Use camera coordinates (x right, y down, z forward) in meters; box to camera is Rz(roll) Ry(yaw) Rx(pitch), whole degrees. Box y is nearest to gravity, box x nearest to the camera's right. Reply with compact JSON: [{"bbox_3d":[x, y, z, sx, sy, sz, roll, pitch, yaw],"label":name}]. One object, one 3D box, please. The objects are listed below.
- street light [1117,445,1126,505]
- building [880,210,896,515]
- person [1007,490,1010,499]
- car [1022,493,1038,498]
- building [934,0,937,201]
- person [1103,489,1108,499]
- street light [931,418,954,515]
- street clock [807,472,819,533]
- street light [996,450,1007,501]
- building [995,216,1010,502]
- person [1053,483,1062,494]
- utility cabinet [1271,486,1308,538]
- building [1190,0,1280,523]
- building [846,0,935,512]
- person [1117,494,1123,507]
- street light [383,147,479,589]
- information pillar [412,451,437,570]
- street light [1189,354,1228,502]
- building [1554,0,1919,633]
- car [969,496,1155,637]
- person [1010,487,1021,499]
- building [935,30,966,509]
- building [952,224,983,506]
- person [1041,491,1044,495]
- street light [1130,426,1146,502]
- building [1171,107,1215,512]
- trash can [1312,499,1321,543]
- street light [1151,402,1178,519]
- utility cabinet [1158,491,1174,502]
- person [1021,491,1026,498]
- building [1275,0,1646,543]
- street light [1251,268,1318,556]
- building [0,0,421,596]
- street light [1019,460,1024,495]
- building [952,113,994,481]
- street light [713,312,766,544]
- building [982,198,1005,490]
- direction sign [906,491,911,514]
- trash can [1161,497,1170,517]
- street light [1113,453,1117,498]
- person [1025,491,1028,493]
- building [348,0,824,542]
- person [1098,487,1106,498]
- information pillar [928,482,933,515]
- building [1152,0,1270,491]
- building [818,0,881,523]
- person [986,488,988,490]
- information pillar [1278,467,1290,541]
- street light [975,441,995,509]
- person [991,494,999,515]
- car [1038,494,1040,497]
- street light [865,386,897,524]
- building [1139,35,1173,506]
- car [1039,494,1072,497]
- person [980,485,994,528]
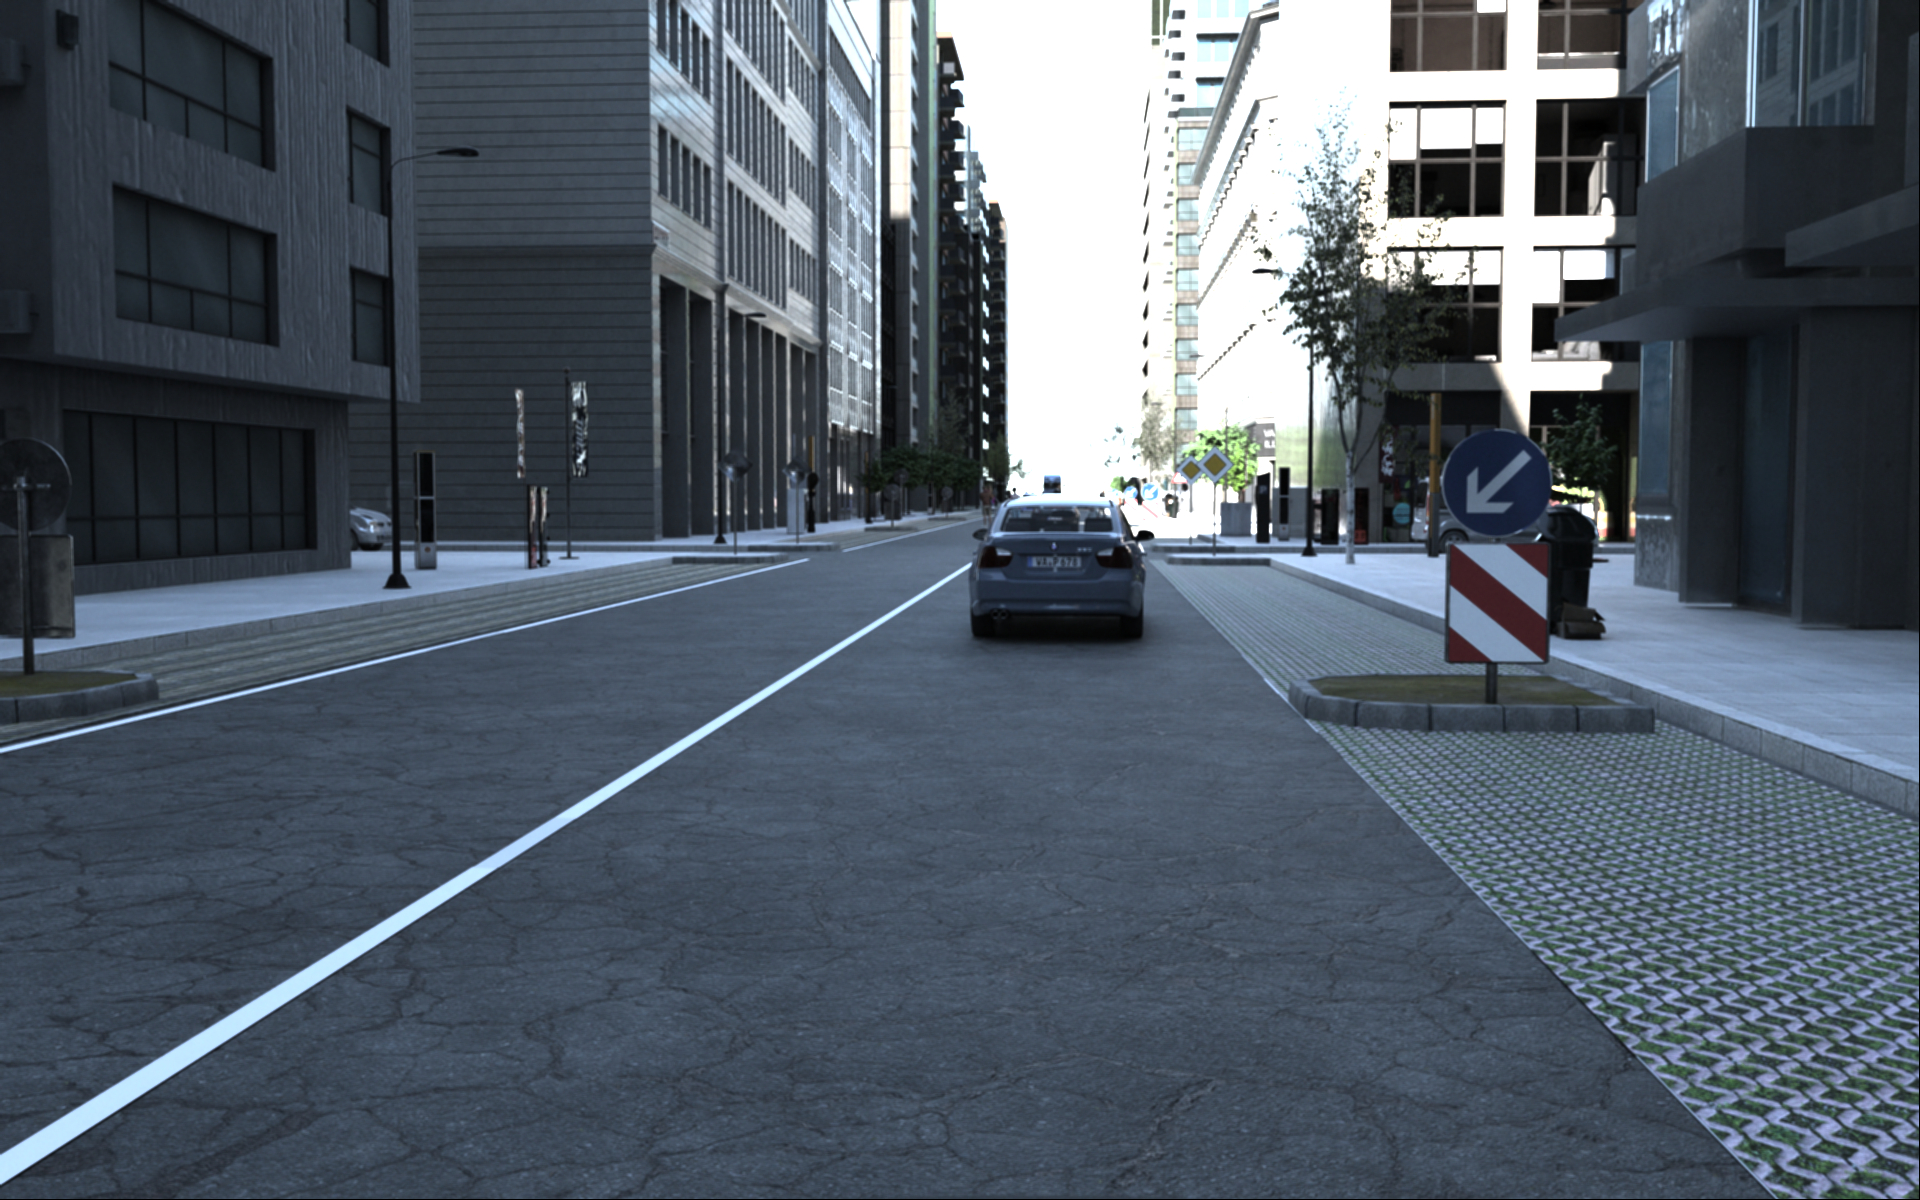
[{"bbox_3d":[15.970,-11.745,164.568,1.470,5.913,1.316,0,4,4],"label":"street light"},{"bbox_3d":[-10.841,-16.798,104.327,12.332,23.373,15.834,0,4,4],"label":"building"},{"bbox_3d":[3.661,-7.162,126.308,0.721,1.735,1.217,0,4,-7],"label":"person"},{"bbox_3d":[5.542,-7.767,136.581,1.945,1.707,3.694,0,4,2],"label":"car"},{"bbox_3d":[-9.323,-30.037,141.208,14.600,45.320,14.200,0,4,4],"label":"building"},{"bbox_3d":[10.650,-7.303,127.933,0.705,1.821,1.348,-1,4,-16],"label":"person"},{"bbox_3d":[-1.169,-8.145,105.713,1.470,5.913,1.316,0,4,4],"label":"street light"},{"bbox_3d":[-4.958,-3.247,57.652,0.471,2.002,0.358,-3,5,-40],"label":"street clock"},{"bbox_3d":[4.202,-12.835,182.388,1.470,5.913,1.316,0,4,4],"label":"street light"},{"bbox_3d":[0.546,-37.985,271.163,14.600,45.320,14.200,0,4,4],"label":"building"},{"bbox_3d":[4.174,-3.950,72.449,0.474,1.900,0.648,-3,4,-37],"label":"person"},{"bbox_3d":[9.642,-2.556,50.471,1.173,1.500,0.318,3,5,45],"label":"utility cabinet"},{"bbox_3d":[22.534,-19.512,95.432,17.030,29.872,44.131,0,4,4],"label":"building"},{"bbox_3d":[-9.406,-27.109,126.819,14.154,41.232,14.086,0,4,4],"label":"building"},{"bbox_3d":[11.724,-7.072,127.381,0.557,1.426,1.065,3,5,43],"label":"person"},{"bbox_3d":[-7.123,-3.108,23.351,1.470,5.913,1.316,0,4,4],"label":"street light"},{"bbox_3d":[-9.119,-1.530,29.506,0.304,2.012,0.304,-2,4,-31],"label":"information pillar"},{"bbox_3d":[8.287,-5.194,57.460,1.470,5.913,1.316,0,4,4],"label":"street light"},{"bbox_3d":[18.080,-23.845,9.479,23.786,49.044,30.456,0,4,4],"label":"building"},{"bbox_3d":[1.098,-0.407,18.663,2.014,1.417,4.499,0,4,5],"label":"car"},{"bbox_3d":[2.176,-3.542,67.254,0.563,1.720,0.643,-2,4,-35],"label":"person"},{"bbox_3d":[-11.009,-31.087,162.893,22.147,44.769,28.867,0,4,4],"label":"building"},{"bbox_3d":[-4.969,-25.242,184.401,14.160,30.474,14.107,0,4,4],"label":"building"},{"bbox_3d":[8.496,-10.308,177.590,0.434,1.755,0.990,2,4,29],"label":"person"},{"bbox_3d":[12.534,-8.916,118.315,1.470,5.913,1.316,0,4,4],"label":"street light"},{"bbox_3d":[23.199,-22.051,132.234,14.160,30.474,14.107,0,4,4],"label":"building"},{"bbox_3d":[9.618,-2.095,45.904,0.748,1.137,0.748,0,3,0],"label":"trash can"},{"bbox_3d":[10.371,-7.055,87.890,1.470,5.913,1.316,0,4,4],"label":"street light"},{"bbox_3d":[13.924,-6.652,117.440,1.173,1.500,0.318,2,4,28],"label":"utility cabinet"},{"bbox_3d":[6.553,-10.018,173.026,1.217,1.736,0.721,1,4,12],"label":"person"},{"bbox_3d":[27.943,-15.183,52.752,34.151,26.468,19.350,0,4,4],"label":"building"},{"bbox_3d":[6.686,-3.863,35.700,1.470,5.913,1.316,0,4,4],"label":"street light"},{"bbox_3d":[-16.709,-15.572,26.298,14.107,30.474,14.160,0,4,4],"label":"building"},{"bbox_3d":[8.016,-16.075,235.366,1.470,5.913,1.316,0,4,4],"label":"street light"},{"bbox_3d":[-7.963,-36.747,220.426,23.786,49.044,30.456,0,4,4],"label":"building"},{"bbox_3d":[-5.649,-4.399,44.473,1.470,5.913,1.316,0,4,4],"label":"street light"},{"bbox_3d":[-4.985,-36.416,250.026,22.147,44.769,28.867,0,4,4],"label":"building"},{"bbox_3d":[-3.257,-7.186,109.495,0.876,3.537,0.379,-1,4,-12],"label":"direction sign"},{"bbox_3d":[11.555,-5.217,96.957,0.748,1.137,0.748,0,3,0],"label":"trash can"},{"bbox_3d":[18.055,-13.606,194.998,1.470,5.913,1.316,0,4,4],"label":"street light"},{"bbox_3d":[6.470,-9.880,170.828,0.721,1.735,1.217,-1,4,-20],"label":"person"},{"bbox_3d":[-12.560,-17.334,60.908,11.434,29.767,29.804,0,4,4],"label":"building"},{"bbox_3d":[8.542,-5.934,105.294,0.755,1.850,0.659,-1,4,-11],"label":"person"},{"bbox_3d":[-1.809,-6.142,104.910,0.304,2.012,0.304,0,4,-1],"label":"information pillar"},{"bbox_3d":[29.426,-32.655,153.520,23.786,49.044,30.456,0,4,4],"label":"building"},{"bbox_3d":[-11.082,-16.381,85.845,12.078,24.808,19.932,0,4,4],"label":"building"},{"bbox_3d":[1.877,-6.583,116.155,0.581,1.822,0.654,1,4,14],"label":"person"},{"bbox_3d":[8.894,-2.632,47.522,0.304,2.012,0.304,1,4,11],"label":"information pillar"},{"bbox_3d":[2.047,-10.974,151.962,1.470,5.913,1.316,0,4,4],"label":"street light"},{"bbox_3d":[2.289,-6.682,120.970,0.991,1.433,0.599,1,4,22],"label":"person"},{"bbox_3d":[6.941,-9.034,159.708,2.014,1.417,4.499,0,4,3],"label":"car"},{"bbox_3d":[-3.400,-6.260,74.891,1.470,5.913,1.316,0,4,4],"label":"street light"},{"bbox_3d":[29.955,-34.029,180.078,21.300,48.544,21.600,0,4,4],"label":"building"},{"bbox_3d":[3.527,-3.300,63.738,2.009,1.686,4.222,0,4,4],"label":"car"},{"bbox_3d":[1.176,-3.987,73.661,0.573,1.828,0.580,3,5,39],"label":"person"}]
